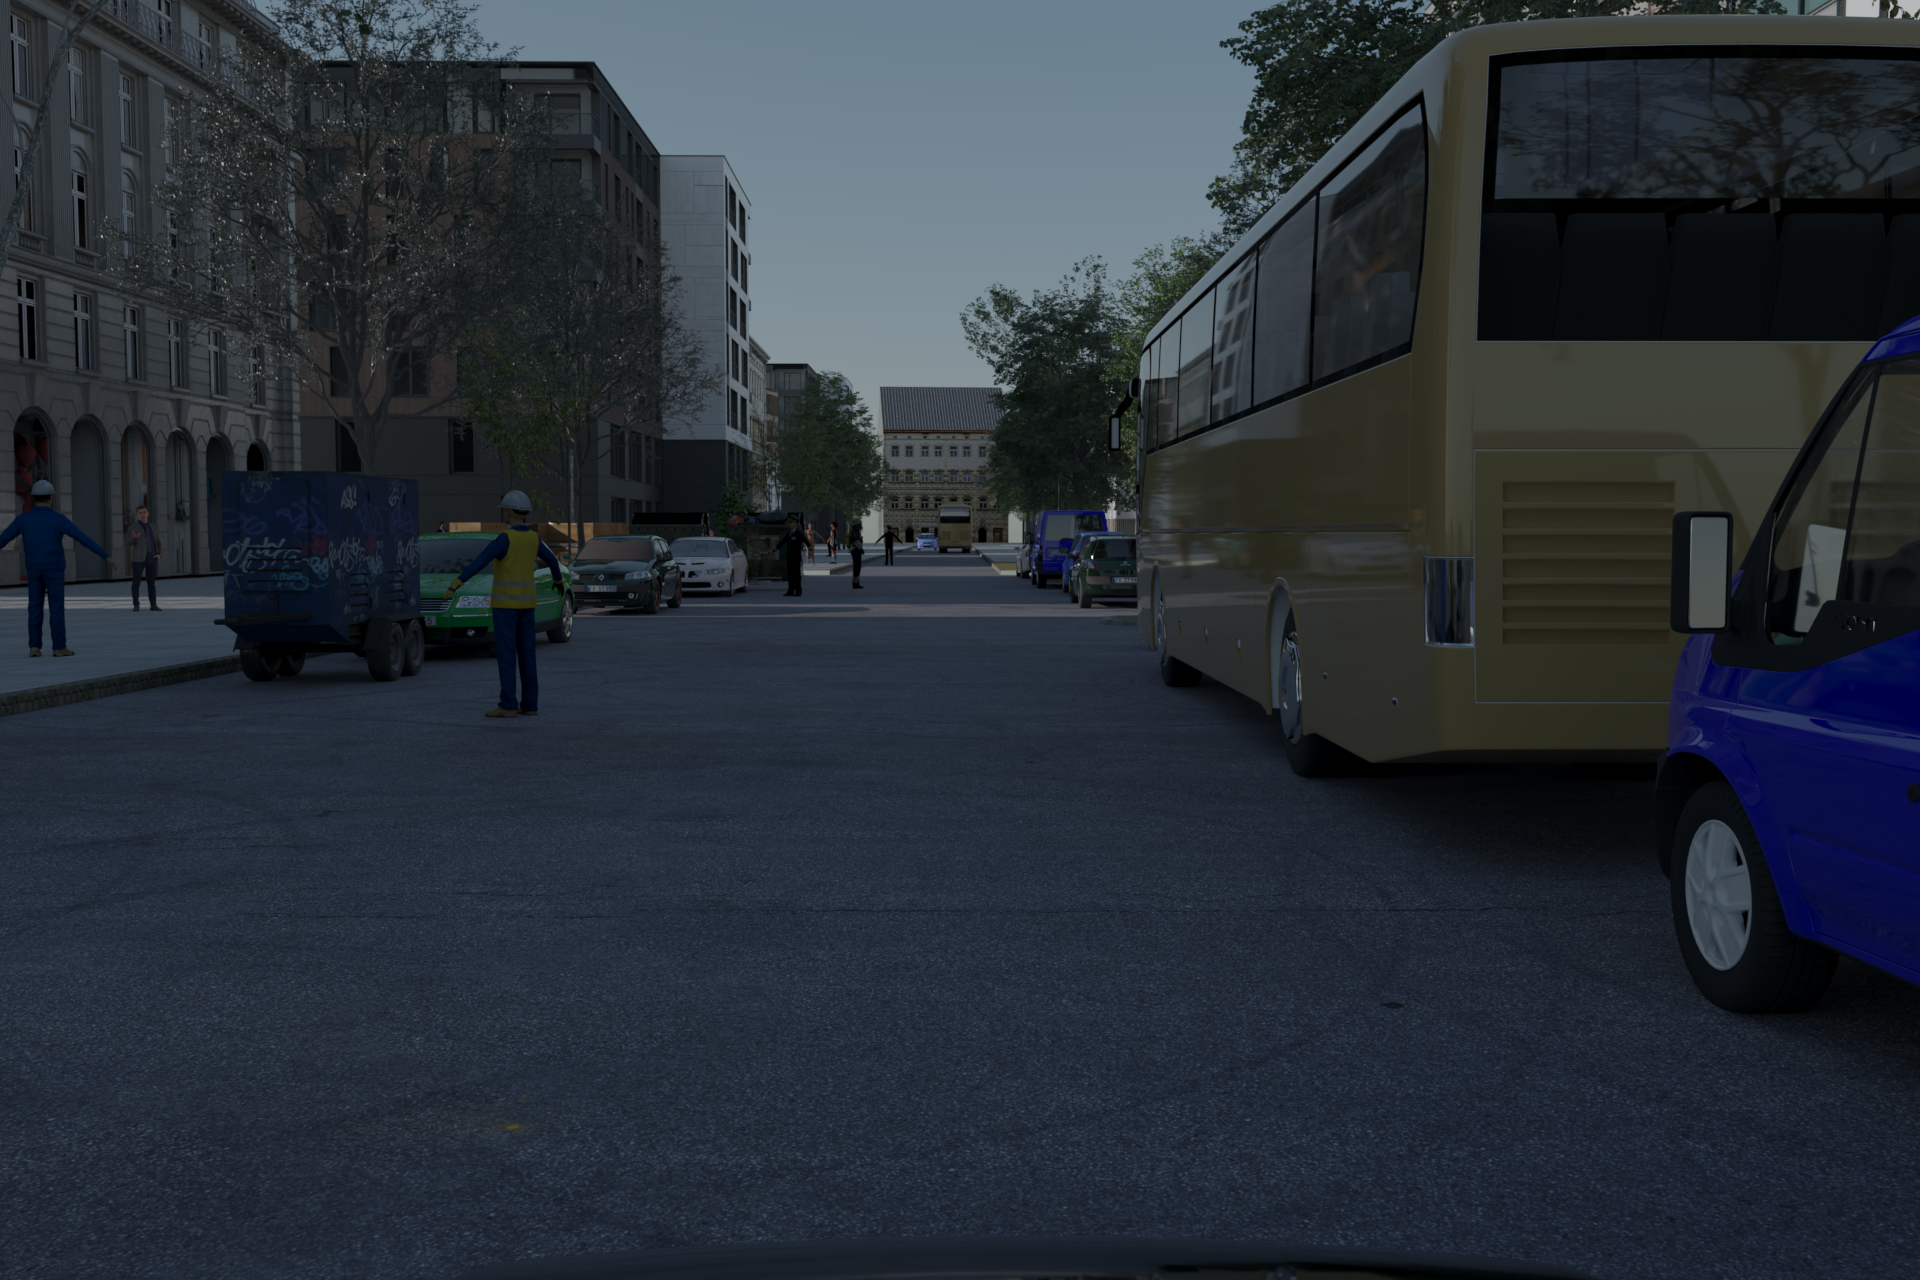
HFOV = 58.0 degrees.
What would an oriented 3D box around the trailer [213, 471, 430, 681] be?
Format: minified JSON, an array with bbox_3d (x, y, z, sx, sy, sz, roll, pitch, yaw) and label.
[{"bbox_3d":[-6.198,-0.574,16.431,1.471,1.999,3.904,0,3,0],"label":"trailer"}]

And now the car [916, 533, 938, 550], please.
[{"bbox_3d":[-2.882,-8.773,153.027,1.945,1.707,3.694,0,3,0],"label":"car"}]

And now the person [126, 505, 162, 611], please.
[{"bbox_3d":[-13.447,-1.350,28.651,0.617,1.759,0.750,-3,5,-40],"label":"person"}]

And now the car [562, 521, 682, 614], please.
[{"bbox_3d":[-6.277,-1.373,32.237,2.009,1.686,4.222,0,4,0],"label":"car"}]

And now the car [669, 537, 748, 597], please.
[{"bbox_3d":[-6.120,-1.753,41.021,2.083,1.381,4.827,0,4,0],"label":"car"}]

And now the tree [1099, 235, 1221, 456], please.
[{"bbox_3d":[8.646,-8.193,59.705,9.928,11.665,9.643,0,3,0],"label":"tree"}]

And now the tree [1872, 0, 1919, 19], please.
[{"bbox_3d":[8.904,-3.859,13.452,4.737,8.622,4.395,0,3,0],"label":"tree"}]

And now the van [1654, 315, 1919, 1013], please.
[{"bbox_3d":[3.204,0.057,3.450,2.240,2.365,5.245,0,3,0],"label":"van"}]

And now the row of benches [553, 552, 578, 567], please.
[{"bbox_3d":[-15.009,-2.849,62.042,4.104,0.672,1.422,1,4,18],"label":"row of benches"}]

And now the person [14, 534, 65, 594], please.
[{"bbox_3d":[-19.826,-1.884,37.262,1.216,1.778,0.721,1,4,11],"label":"person"}]

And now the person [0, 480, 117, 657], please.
[{"bbox_3d":[-9.564,-0.749,18.130,1.347,1.842,0.705,0,4,-7],"label":"person"}]

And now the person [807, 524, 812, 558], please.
[{"bbox_3d":[-7.962,-5.216,91.460,0.705,1.806,1.347,0,4,-4],"label":"person"}]

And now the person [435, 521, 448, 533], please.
[{"bbox_3d":[-18.695,-3.428,62.765,0.721,1.740,1.216,3,5,43],"label":"person"}]

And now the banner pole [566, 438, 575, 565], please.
[{"bbox_3d":[-10.186,-3.385,45.360,0.401,3.779,0.863,0,3,0],"label":"banner pole"}]

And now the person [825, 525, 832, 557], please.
[{"bbox_3d":[-7.427,-5.622,98.053,0.705,1.813,1.348,-1,4,-14],"label":"person"}]

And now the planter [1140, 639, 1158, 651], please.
[{"bbox_3d":[3.302,-0.039,21.780,1.991,0.319,1.994,0,4,0],"label":"planter"}]

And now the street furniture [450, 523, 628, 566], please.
[{"bbox_3d":[-16.689,-3.907,70.727,11.010,1.723,9.812,3,4,36],"label":"street furniture"}]

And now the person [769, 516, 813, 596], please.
[{"bbox_3d":[-3.847,-1.925,39.873,1.347,1.837,0.705,3,4,37],"label":"person"}]

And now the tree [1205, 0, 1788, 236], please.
[{"bbox_3d":[8.785,-7.470,28.782,9.857,13.997,8.962,0,3,0],"label":"tree"}]

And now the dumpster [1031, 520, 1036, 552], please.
[{"bbox_3d":[3.066,-2.658,51.669,1.865,1.857,1.264,0,3,0],"label":"dumpster"}]

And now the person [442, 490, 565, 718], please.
[{"bbox_3d":[-3.560,-0.289,13.655,0.721,1.772,1.216,2,4,33],"label":"person"}]

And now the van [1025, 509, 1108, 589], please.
[{"bbox_3d":[2.945,-2.613,47.106,2.240,2.365,5.245,0,4,0],"label":"van"}]

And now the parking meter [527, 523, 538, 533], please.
[{"bbox_3d":[-9.984,-1.947,40.240,0.372,1.533,0.369,0,3,0],"label":"parking meter"}]

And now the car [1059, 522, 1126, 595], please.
[{"bbox_3d":[3.357,-1.942,41.344,1.945,1.707,3.694,0,4,0],"label":"car"}]

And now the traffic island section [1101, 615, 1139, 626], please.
[{"bbox_3d":[3.294,-0.303,27.828,1.991,0.108,1.994,0,4,0],"label":"traffic island section"}]

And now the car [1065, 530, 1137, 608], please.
[{"bbox_3d":[3.158,-1.537,34.915,2.009,1.686,4.222,0,4,0],"label":"car"}]

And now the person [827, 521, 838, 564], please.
[{"bbox_3d":[-5.435,-4.171,74.335,0.704,1.843,1.345,1,4,9],"label":"person"}]

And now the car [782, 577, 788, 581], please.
[{"bbox_3d":[-6.037,-2.771,54.104,1.959,1.807,4.718,0,3,0],"label":"car"}]

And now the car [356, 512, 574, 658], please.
[{"bbox_3d":[-6.054,-0.774,21.455,1.959,1.807,4.718,0,4,0],"label":"car"}]

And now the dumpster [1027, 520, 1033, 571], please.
[{"bbox_3d":[3.024,-2.790,53.837,1.865,1.857,1.264,0,4,0],"label":"dumpster"}]

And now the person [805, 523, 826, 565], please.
[{"bbox_3d":[-6.191,-3.981,71.894,1.217,1.733,0.721,-1,4,-13],"label":"person"}]

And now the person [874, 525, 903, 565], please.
[{"bbox_3d":[-3.253,-4.341,79.360,1.347,1.837,0.705,-1,4,-13],"label":"person"}]

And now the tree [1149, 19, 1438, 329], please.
[{"bbox_3d":[9.594,-7.972,40.715,12.009,13.543,11.850,0,3,0],"label":"tree"}]

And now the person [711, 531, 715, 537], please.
[{"bbox_3d":[-10.854,-4.062,75.674,0.991,1.433,0.599,-2,4,-28],"label":"person"}]

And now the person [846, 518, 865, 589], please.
[{"bbox_3d":[-2.680,-2.277,45.470,0.705,1.856,1.354,0,4,-8],"label":"person"}]

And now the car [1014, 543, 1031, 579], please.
[{"bbox_3d":[2.850,-2.736,57.095,2.083,1.381,4.827,0,4,-1],"label":"car"}]
